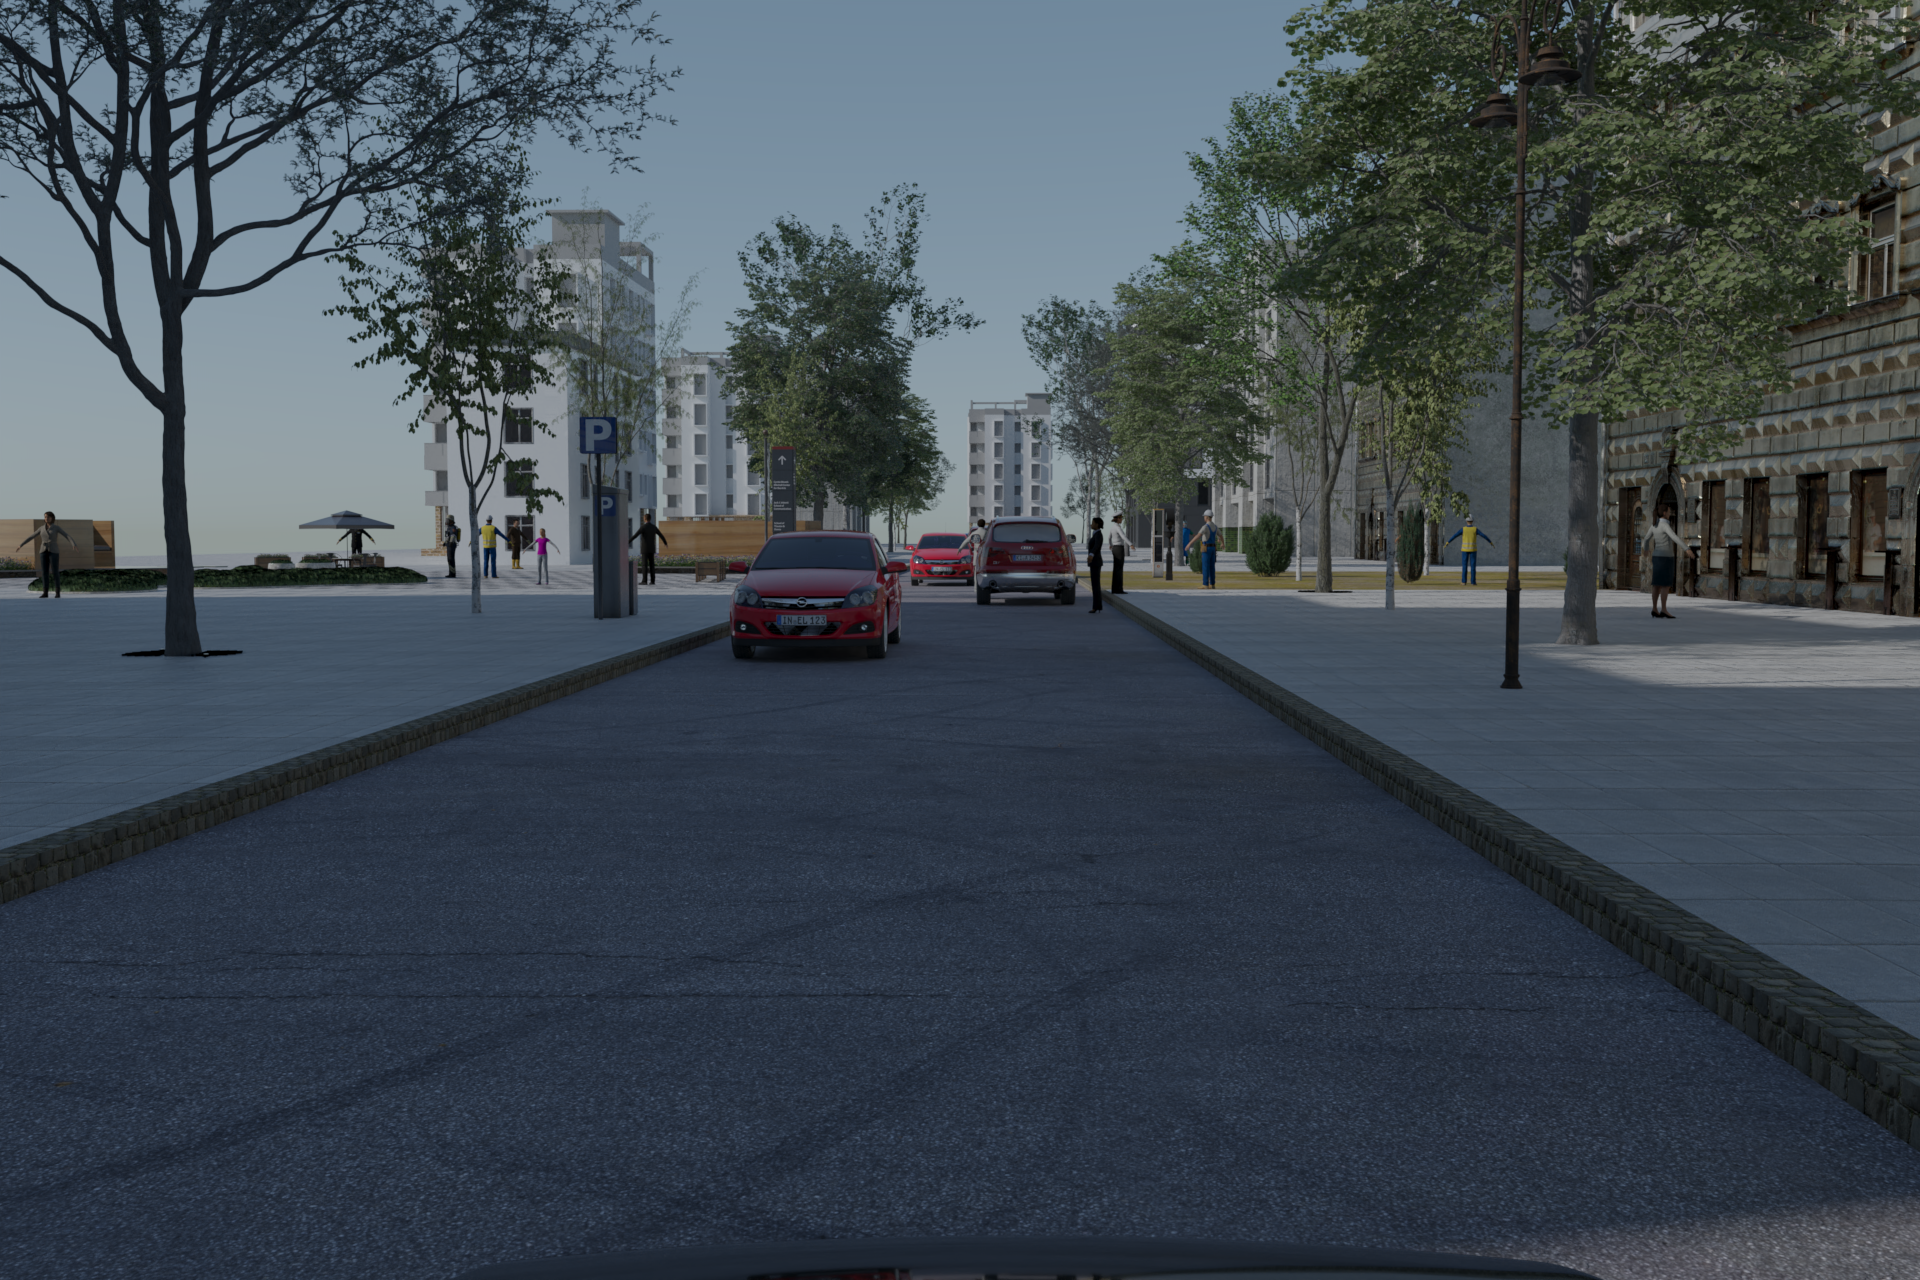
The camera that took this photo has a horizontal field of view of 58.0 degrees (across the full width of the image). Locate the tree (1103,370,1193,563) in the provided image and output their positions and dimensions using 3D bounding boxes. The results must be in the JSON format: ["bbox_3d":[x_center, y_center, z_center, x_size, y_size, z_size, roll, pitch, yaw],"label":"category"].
[{"bbox_3d":[8.480,-7.662,75.633,4.360,8.622,3.978,0,3,0],"label":"tree"}]

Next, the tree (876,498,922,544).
[{"bbox_3d":[-8.491,-18.927,235.217,9.928,11.665,9.643,0,3,0],"label":"tree"}]

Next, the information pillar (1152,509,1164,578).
[{"bbox_3d":[5.821,-2.838,50.901,0.304,2.012,0.304,0,4,1],"label":"information pillar"}]

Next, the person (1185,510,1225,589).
[{"bbox_3d":[5.787,-2.116,40.458,1.347,1.847,0.705,-3,5,-41],"label":"person"}]

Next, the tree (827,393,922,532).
[{"bbox_3d":[-5.955,-10.801,111.009,8.767,10.594,7.601,2,4,34],"label":"tree"}]

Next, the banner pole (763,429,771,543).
[{"bbox_3d":[-4.636,-3.164,41.756,0.401,3.779,0.863,0,4,3],"label":"banner pole"}]

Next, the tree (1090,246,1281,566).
[{"bbox_3d":[8.874,-9.181,68.233,7.486,12.596,7.792,0,3,0],"label":"tree"}]

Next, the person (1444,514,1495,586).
[{"bbox_3d":[12.736,-2.253,43.299,1.216,1.772,0.721,1,4,17],"label":"person"}]

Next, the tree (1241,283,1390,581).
[{"bbox_3d":[9.277,-5.953,47.689,4.360,8.622,3.978,0,3,0],"label":"tree"}]

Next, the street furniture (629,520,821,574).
[{"bbox_3d":[-8.729,-3.165,58.609,9.812,1.723,11.010,1,4,11],"label":"street furniture"}]

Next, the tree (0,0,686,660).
[{"bbox_3d":[-8.297,-6.569,17.775,12.009,13.543,11.850,0,3,0],"label":"tree"}]

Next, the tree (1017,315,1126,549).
[{"bbox_3d":[11.170,-17.714,145.519,12.611,20.169,13.585,0,3,0],"label":"tree"}]

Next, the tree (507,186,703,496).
[{"bbox_3d":[-8.106,-5.338,37.633,4.360,8.622,3.978,0,3,0],"label":"tree"}]

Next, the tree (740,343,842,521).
[{"bbox_3d":[-6.753,-7.180,67.755,4.737,8.622,4.395,0,3,0],"label":"tree"}]

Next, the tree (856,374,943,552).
[{"bbox_3d":[-4.674,-12.507,122.624,7.486,12.596,7.792,0,3,0],"label":"tree"}]

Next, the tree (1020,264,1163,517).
[{"bbox_3d":[10.909,-16.249,121.559,12.611,20.169,13.585,0,3,0],"label":"tree"}]

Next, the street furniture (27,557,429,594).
[{"bbox_3d":[-18.047,-1.636,42.372,5.734,0.657,10.072,3,4,37],"label":"street furniture"}]

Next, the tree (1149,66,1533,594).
[{"bbox_3d":[8.145,-6.842,37.616,9.928,11.665,9.643,0,3,0],"label":"tree"}]

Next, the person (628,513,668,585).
[{"bbox_3d":[-7.904,-2.297,43.787,1.346,1.802,0.704,-3,5,-44],"label":"person"}]

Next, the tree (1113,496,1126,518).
[{"bbox_3d":[23.072,-17.547,237.262,4.737,8.622,4.395,0,3,0],"label":"tree"}]

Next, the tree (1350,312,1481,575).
[{"bbox_3d":[14.304,-6.313,53.586,4.737,8.622,4.395,0,3,0],"label":"tree"}]

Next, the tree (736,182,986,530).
[{"bbox_3d":[-4.683,-14.458,92.283,12.611,20.169,13.585,0,3,0],"label":"tree"}]

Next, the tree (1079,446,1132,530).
[{"bbox_3d":[10.140,-9.678,108.592,4.360,8.622,3.978,0,3,0],"label":"tree"}]

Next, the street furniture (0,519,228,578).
[{"bbox_3d":[-30.134,-2.901,54.288,9.812,1.723,11.010,2,4,30],"label":"street furniture"}]

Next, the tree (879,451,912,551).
[{"bbox_3d":[-5.147,-11.174,133.059,4.737,8.622,4.395,0,3,0],"label":"tree"}]

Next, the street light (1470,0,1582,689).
[{"bbox_3d":[4.589,-2.535,14.236,0.468,5.910,1.993,0,4,2],"label":"street light"}]

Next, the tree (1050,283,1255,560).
[{"bbox_3d":[9.477,-10.659,84.646,12.009,13.543,11.850,0,3,0],"label":"tree"}]

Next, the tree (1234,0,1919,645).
[{"bbox_3d":[7.146,-6.246,20.255,7.486,12.596,7.792,0,3,0],"label":"tree"}]

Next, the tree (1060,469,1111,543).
[{"bbox_3d":[17.084,-18.479,236.547,7.601,10.594,8.767,0,4,6],"label":"tree"}]

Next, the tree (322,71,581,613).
[{"bbox_3d":[-7.885,-4.731,27.721,4.737,8.622,4.395,0,3,0],"label":"tree"}]

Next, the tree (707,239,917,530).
[{"bbox_3d":[-6.355,-10.405,76.773,9.857,13.997,8.962,0,3,0],"label":"tree"}]

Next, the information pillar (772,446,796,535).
[{"bbox_3d":[-5.219,-3.796,51.438,0.750,3.857,0.750,0,4,2],"label":"information pillar"}]

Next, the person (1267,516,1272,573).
[{"bbox_3d":[10.118,-3.105,56.527,0.705,1.858,1.354,-1,4,-10],"label":"person"}]

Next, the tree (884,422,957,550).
[{"bbox_3d":[-4.512,-12.610,140.589,8.767,10.594,7.601,0,4,-2],"label":"tree"}]

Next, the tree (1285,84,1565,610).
[{"bbox_3d":[7.424,-4.799,28.827,4.737,8.622,4.395,0,3,0],"label":"tree"}]

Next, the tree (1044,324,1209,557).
[{"bbox_3d":[9.666,-11.533,98.934,12.009,13.543,11.850,0,3,0],"label":"tree"}]
